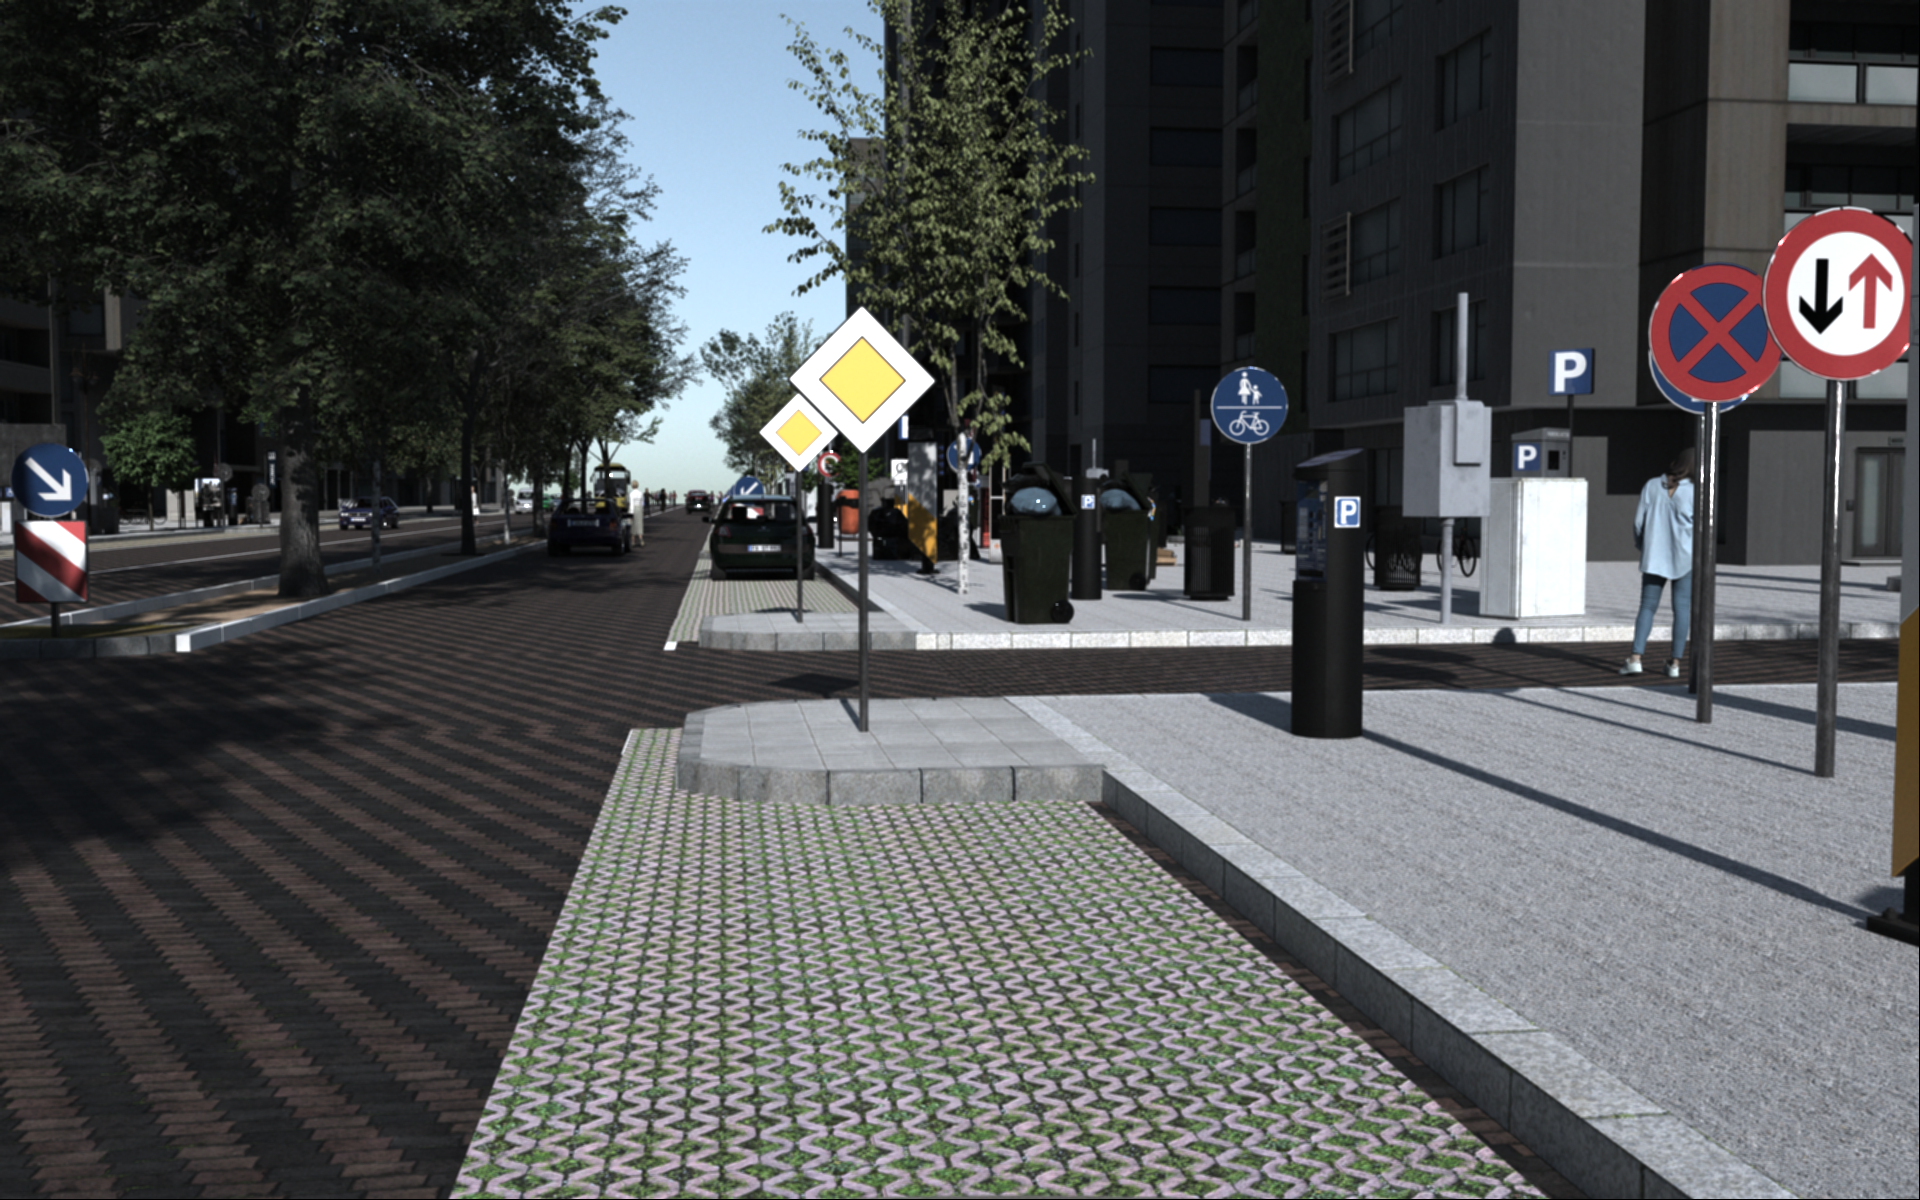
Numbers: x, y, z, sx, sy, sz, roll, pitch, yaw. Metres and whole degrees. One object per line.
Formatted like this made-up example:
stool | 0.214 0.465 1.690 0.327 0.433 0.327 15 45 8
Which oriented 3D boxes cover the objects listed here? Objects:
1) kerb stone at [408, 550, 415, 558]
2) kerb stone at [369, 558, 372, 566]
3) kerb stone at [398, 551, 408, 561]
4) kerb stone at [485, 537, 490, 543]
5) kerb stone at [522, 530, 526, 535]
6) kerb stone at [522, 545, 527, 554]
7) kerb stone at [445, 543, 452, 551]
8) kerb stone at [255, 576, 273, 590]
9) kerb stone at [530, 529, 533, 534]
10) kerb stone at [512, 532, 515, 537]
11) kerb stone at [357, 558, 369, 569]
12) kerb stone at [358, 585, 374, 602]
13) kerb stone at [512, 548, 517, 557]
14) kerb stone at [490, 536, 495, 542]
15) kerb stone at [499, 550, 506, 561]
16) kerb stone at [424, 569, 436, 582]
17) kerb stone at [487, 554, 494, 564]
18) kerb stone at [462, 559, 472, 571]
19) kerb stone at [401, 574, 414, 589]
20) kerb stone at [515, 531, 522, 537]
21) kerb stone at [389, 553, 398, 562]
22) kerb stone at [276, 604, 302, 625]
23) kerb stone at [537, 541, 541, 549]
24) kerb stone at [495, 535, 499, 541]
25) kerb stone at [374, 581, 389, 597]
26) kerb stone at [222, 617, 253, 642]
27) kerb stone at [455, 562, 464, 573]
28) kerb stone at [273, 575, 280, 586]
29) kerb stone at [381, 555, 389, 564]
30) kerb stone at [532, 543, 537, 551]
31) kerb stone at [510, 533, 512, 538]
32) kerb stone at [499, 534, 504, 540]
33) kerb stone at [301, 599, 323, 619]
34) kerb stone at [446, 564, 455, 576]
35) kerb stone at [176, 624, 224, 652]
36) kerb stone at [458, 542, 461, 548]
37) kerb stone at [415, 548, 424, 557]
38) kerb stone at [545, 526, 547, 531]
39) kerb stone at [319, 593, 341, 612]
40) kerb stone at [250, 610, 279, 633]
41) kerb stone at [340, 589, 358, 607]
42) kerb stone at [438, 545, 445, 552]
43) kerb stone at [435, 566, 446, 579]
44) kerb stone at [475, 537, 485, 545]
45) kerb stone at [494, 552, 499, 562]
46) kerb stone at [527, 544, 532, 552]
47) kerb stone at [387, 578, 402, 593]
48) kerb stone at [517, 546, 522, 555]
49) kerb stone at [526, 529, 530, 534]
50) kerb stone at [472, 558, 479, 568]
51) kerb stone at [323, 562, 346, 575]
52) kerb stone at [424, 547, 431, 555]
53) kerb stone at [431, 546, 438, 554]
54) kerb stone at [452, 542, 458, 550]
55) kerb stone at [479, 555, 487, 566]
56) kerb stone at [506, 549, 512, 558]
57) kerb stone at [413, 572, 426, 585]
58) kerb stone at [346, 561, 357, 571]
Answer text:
kerb stone | -12.251 -0.985 38.303 0.120 0.150 1.000 0 4 -8
kerb stone | -11.701 -0.733 34.236 0.120 0.150 1.000 0 4 -8
kerb stone | -12.098 -0.923 37.281 0.120 0.150 1.000 0 4 -8
kerb stone | -13.898 -1.731 50.489 0.120 0.150 1.000 0 4 -8
kerb stone | -15.144 -2.285 59.638 0.120 0.150 1.000 0 4 -8
kerb stone | -10.579 -1.189 41.639 0.120 0.150 1.000 0 4 -8
kerb stone | -12.934 -1.293 43.373 0.120 0.150 1.000 0 4 -8
kerb stone | -10.591 -0.236 26.110 0.120 0.150 1.000 0 4 -8
kerb stone | -15.422 -2.414 61.662 0.120 0.150 1.000 0 4 -8
kerb stone | -14.736 -2.104 56.588 0.120 0.150 1.000 0 4 -8
kerb stone | -11.549 -0.674 33.222 0.120 0.150 1.000 0 4 -8
kerb stone | -8.096 -0.071 23.361 0.120 0.150 1.000 0 4 -8
kerb stone | -10.310 -1.065 39.602 0.120 0.150 1.000 0 4 -8
kerb stone | -14.044 -1.793 51.514 0.120 0.150 1.000 0 4 -8
kerb stone | -10.022 -0.941 37.574 0.120 0.150 1.000 0 4 -8
kerb stone | -8.788 -0.382 28.440 0.120 0.150 1.000 0 4 -8
kerb stone | -9.753 -0.811 35.544 0.120 0.150 1.000 0 4 -8
kerb stone | -9.344 -0.631 32.504 0.120 0.150 1.000 0 4 -8
kerb stone | -8.507 -0.257 26.400 0.120 0.150 1.000 0 4 -8
kerb stone | -15.014 -2.228 58.620 0.120 0.150 1.000 0 4 -8
kerb stone | -11.974 -0.853 36.264 0.120 0.150 1.000 0 4 -8
kerb stone | -7.545 0.178 19.286 0.120 0.150 1.000 0 4 -8
kerb stone | -11.000 -1.374 44.692 0.120 0.150 1.000 0 4 -8
kerb stone | -14.180 -1.855 52.527 0.120 0.150 1.000 0 4 -8
kerb stone | -8.233 -0.128 24.374 0.120 0.150 1.000 0 4 -8
kerb stone | -7.267 0.304 17.257 0.120 0.150 1.000 0 4 -8
kerb stone | -9.203 -0.562 31.492 0.120 0.150 1.000 0 4 -8
kerb stone | -10.736 -0.301 27.122 0.120 0.150 1.000 0 4 -8
kerb stone | -11.833 -0.798 35.249 0.120 0.150 1.000 0 4 -8
kerb stone | -10.859 -1.314 43.672 0.120 0.150 1.000 0 4 -8
kerb stone | -14.591 -2.041 55.570 0.120 0.150 1.000 0 4 -8
kerb stone | -14.314 -1.914 53.540 0.120 0.150 1.000 0 4 -8
kerb stone | -7.677 0.120 20.300 0.120 0.150 1.000 0 4 -8
kerb stone | -9.065 -0.506 30.474 0.120 0.150 1.000 0 4 -8
kerb stone | -7.132 0.364 16.244 0.120 0.150 1.000 0 4 -8
kerb stone | -13.206 -1.420 45.408 0.120 0.150 1.000 0 4 -8
kerb stone | -12.381 -1.042 39.317 0.120 0.150 1.000 0 4 -8
kerb stone | -16.529 -2.904 69.793 0.120 0.150 1.000 0 4 -8
kerb stone | -7.819 0.055 21.320 0.120 0.150 1.000 0 4 -8
kerb stone | -7.406 0.243 18.274 0.120 0.150 1.000 0 4 -8
kerb stone | -7.960 -0.008 22.333 0.120 0.150 1.000 0 4 -8
kerb stone | -12.804 -1.233 42.360 0.120 0.150 1.000 0 4 -8
kerb stone | -8.924 -0.444 29.456 0.120 0.150 1.000 0 4 -8
kerb stone | -13.760 -1.669 49.477 0.120 0.150 1.000 0 4 -8
kerb stone | -9.903 -0.879 36.559 0.120 0.150 1.000 0 4 -8
kerb stone | -10.721 -1.252 42.659 0.120 0.150 1.000 0 4 -8
kerb stone | -8.366 -0.195 25.387 0.120 0.150 1.000 0 4 -8
kerb stone | -10.447 -1.120 40.622 0.120 0.150 1.000 0 4 -8
kerb stone | -15.279 -2.352 60.651 0.120 0.150 1.000 0 4 -8
kerb stone | -9.482 -0.692 33.517 0.120 0.150 1.000 0 4 -8
kerb stone | -11.285 -0.548 31.192 0.120 0.150 1.000 0 4 -8
kerb stone | -12.522 -1.109 40.335 0.120 0.150 1.000 0 4 -8
kerb stone | -12.658 -1.170 41.348 0.120 0.150 1.000 0 4 -8
kerb stone | -13.074 -1.350 44.395 0.120 0.150 1.000 0 4 -8
kerb stone | -9.609 -0.754 34.531 0.120 0.150 1.000 0 4 -8
kerb stone | -10.163 -1.003 38.591 0.120 0.150 1.000 0 4 -8
kerb stone | -8.649 -0.319 27.421 0.120 0.150 1.000 0 4 -8
kerb stone | -11.423 -0.612 32.206 0.120 0.150 1.000 0 4 -8
